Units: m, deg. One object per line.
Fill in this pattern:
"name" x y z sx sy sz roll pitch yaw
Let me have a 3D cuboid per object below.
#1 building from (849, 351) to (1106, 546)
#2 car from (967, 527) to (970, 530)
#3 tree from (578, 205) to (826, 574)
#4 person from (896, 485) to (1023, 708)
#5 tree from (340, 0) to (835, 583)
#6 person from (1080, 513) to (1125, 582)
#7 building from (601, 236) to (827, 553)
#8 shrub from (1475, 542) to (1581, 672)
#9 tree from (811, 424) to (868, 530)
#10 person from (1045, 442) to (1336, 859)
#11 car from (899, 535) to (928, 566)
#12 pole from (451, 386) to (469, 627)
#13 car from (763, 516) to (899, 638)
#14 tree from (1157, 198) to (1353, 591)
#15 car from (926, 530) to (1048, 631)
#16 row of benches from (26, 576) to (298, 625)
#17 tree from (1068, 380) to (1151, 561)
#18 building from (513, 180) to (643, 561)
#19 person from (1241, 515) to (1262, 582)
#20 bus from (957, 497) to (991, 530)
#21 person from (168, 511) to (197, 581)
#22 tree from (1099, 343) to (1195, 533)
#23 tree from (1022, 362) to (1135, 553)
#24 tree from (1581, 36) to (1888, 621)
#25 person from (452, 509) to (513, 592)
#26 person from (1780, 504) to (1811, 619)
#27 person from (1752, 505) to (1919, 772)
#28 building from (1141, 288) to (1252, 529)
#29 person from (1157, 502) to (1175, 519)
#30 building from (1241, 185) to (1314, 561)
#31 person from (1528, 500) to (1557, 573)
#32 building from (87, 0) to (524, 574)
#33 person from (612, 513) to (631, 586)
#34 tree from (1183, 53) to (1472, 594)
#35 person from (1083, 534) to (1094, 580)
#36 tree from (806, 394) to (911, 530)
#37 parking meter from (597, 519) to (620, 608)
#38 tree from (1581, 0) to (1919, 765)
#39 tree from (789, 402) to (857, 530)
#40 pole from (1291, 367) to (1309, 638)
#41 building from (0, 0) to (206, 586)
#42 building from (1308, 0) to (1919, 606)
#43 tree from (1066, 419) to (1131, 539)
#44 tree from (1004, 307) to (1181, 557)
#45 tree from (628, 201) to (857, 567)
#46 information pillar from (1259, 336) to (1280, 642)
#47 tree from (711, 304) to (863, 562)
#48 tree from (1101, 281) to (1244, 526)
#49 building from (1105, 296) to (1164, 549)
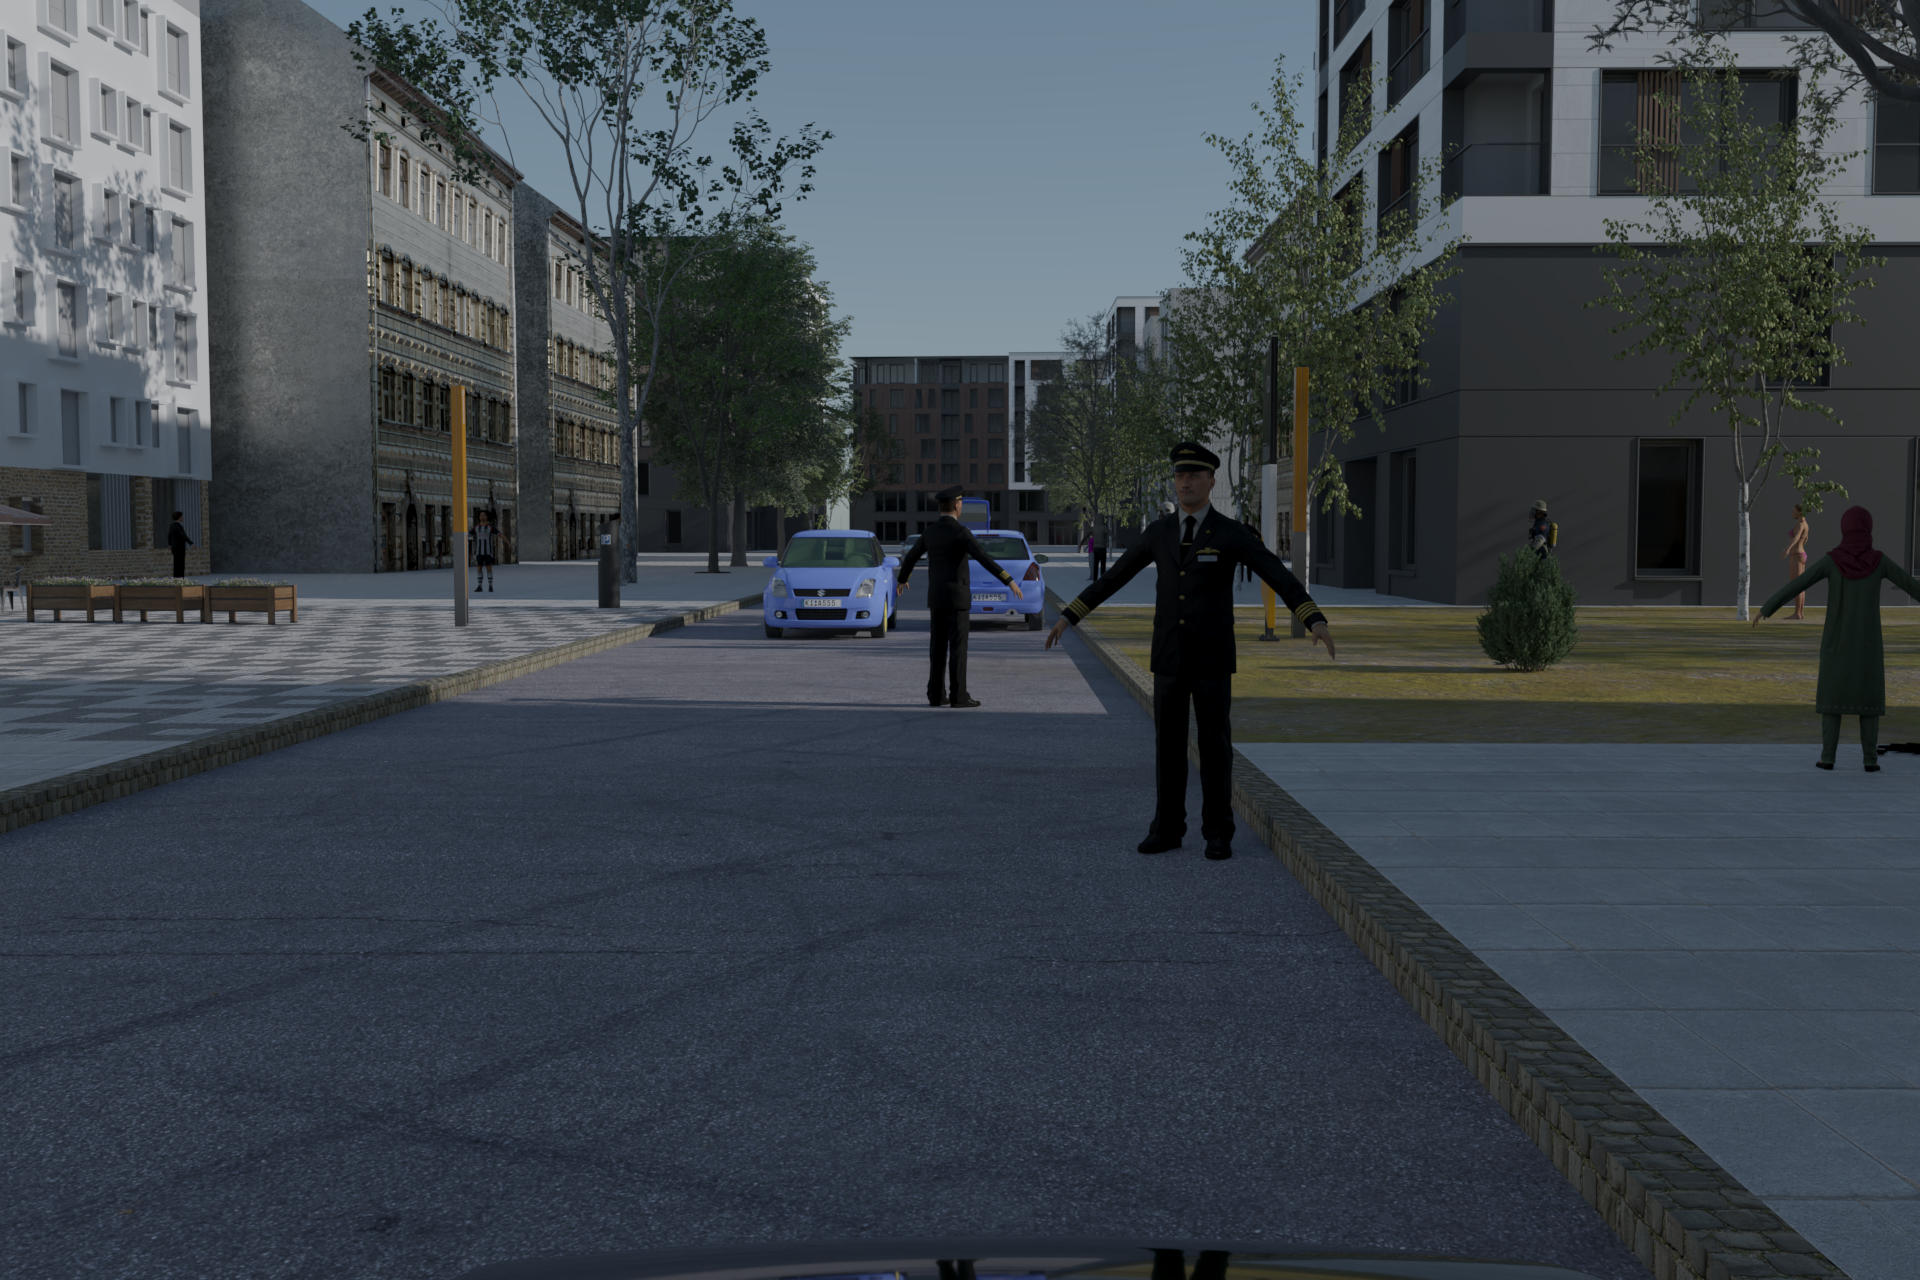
"building" 4.327 -22.072 207.304 32.646 21.610 27.936 0 4 4
"car" -0.182 -5.150 92.879 2.281 1.827 5.304 0 4 1
"tree" -8.163 -7.981 56.244 9.928 11.665 9.643 0 3 0
"person" -0.066 -0.366 14.380 1.347 1.837 0.705 3 5 40
"tree" -9.438 -11.474 43.493 12.611 20.169 13.585 0 3 0
"person" 3.601 -2.337 44.333 1.348 1.813 0.705 3 4 36
"building" -26.072 -17.833 135.542 27.936 21.610 32.646 0 4 2
"shrub" 5.323 -0.313 16.228 1.383 1.207 1.383 0 3 0
"tree" -8.080 -9.664 108.371 4.737 8.622 4.395 0 3 0
"person" 1.034 0.039 7.756 1.347 1.837 0.705 2 4 27
"car" -1.693 -4.023 77.786 2.014 1.417 4.499 0 4 1
"pole" -6.911 -1.840 23.934 0.158 3.312 0.155 0 3 0
"car" -1.824 -0.943 25.017 1.945 1.707 3.694 0 4 1
"tree" 6.527 -5.419 38.961 4.737 8.622 4.395 0 3 0
"car" 0.421 -1.063 26.970 1.945 1.707 3.694 0 4 0
"row of benches" -11.655 -0.590 25.105 4.104 0.672 1.422 1 4 11
"tree" 7.236 -8.091 82.649 4.360 8.622 3.978 0 3 0
"building" -27.979 -15.822 89.614 19.493 23.208 18.063 0 4 2
"person" 7.630 -2.455 46.365 1.346 1.802 0.704 -1 4 -8
"bus" 0.653 -7.540 114.829 2.896 3.916 12.251 0 4 1
"person" -17.950 -2.060 39.863 1.347 1.806 0.705 3 5 43
"tree" 7.303 -7.194 67.991 4.737 8.622 4.395 0 3 0
"tree" 7.576 -12.012 114.525 7.486 12.596 7.792 0 3 0
"tree" 11.443 -4.582 25.274 4.737 8.622 4.395 0 3 0
"person" -10.548 -1.971 38.377 1.345 1.843 0.704 0 4 0
"person" 12.557 -1.182 26.129 0.721 1.733 1.217 2 4 35
"person" 4.862 -0.014 9.439 0.989 1.438 0.599 2 4 24
"building" 23.635 -16.296 132.900 16.747 18.905 31.486 0 4 1
"person" 3.686 -1.548 31.071 0.705 1.858 1.354 0 4 2
"building" 24.865 -15.545 85.093 19.493 23.208 18.063 0 4 1
"person" 9.864 -1.459 29.628 0.705 1.856 1.354 1 4 18
"building" -28.083 -14.268 64.213 19.493 23.208 18.063 0 3 0
"person" -8.468 -2.246 42.906 0.705 1.806 1.347 -2 4 -30
"tree" 5.719 -4.707 27.316 4.737 8.622 4.395 0 3 0
"person" 3.600 -2.368 47.985 0.599 1.433 0.991 -1 4 -13
"tree" -7.368 -11.115 116.140 8.767 10.594 7.601 0 4 4
"parking meter" -6.108 -1.328 30.117 0.372 1.533 0.369 0 3 0
"tree" 5.869 -6.073 9.657 12.009 13.543 11.850 0 3 0
"tree" -8.362 -8.805 94.320 4.360 8.622 3.978 0 3 0
"pole" 4.182 -1.681 21.325 0.158 3.312 0.155 0 3 0
"building" -28.482 -11.256 40.461 16.016 20.090 11.380 0 4 1
"building" 22.986 -12.376 46.318 27.936 21.610 32.646 0 4 1
"tree" 8.134 -9.474 105.256 4.737 8.622 4.395 0 3 0
"tree" 7.426 -11.284 94.869 12.009 13.543 11.850 0 3 0
"tree" -8.745 -9.887 68.301 9.857 13.997 8.962 0 3 0
"information pillar" 3.712 -1.799 20.773 0.183 3.616 0.504 0 4 -1
"tree" -8.369 -9.978 81.267 7.486 12.596 7.792 0 3 0
"tree" 6.401 -6.120 50.431 4.737 8.622 4.395 0 3 0
"building" 27.667 -19.646 165.184 27.936 21.610 32.646 0 4 1
